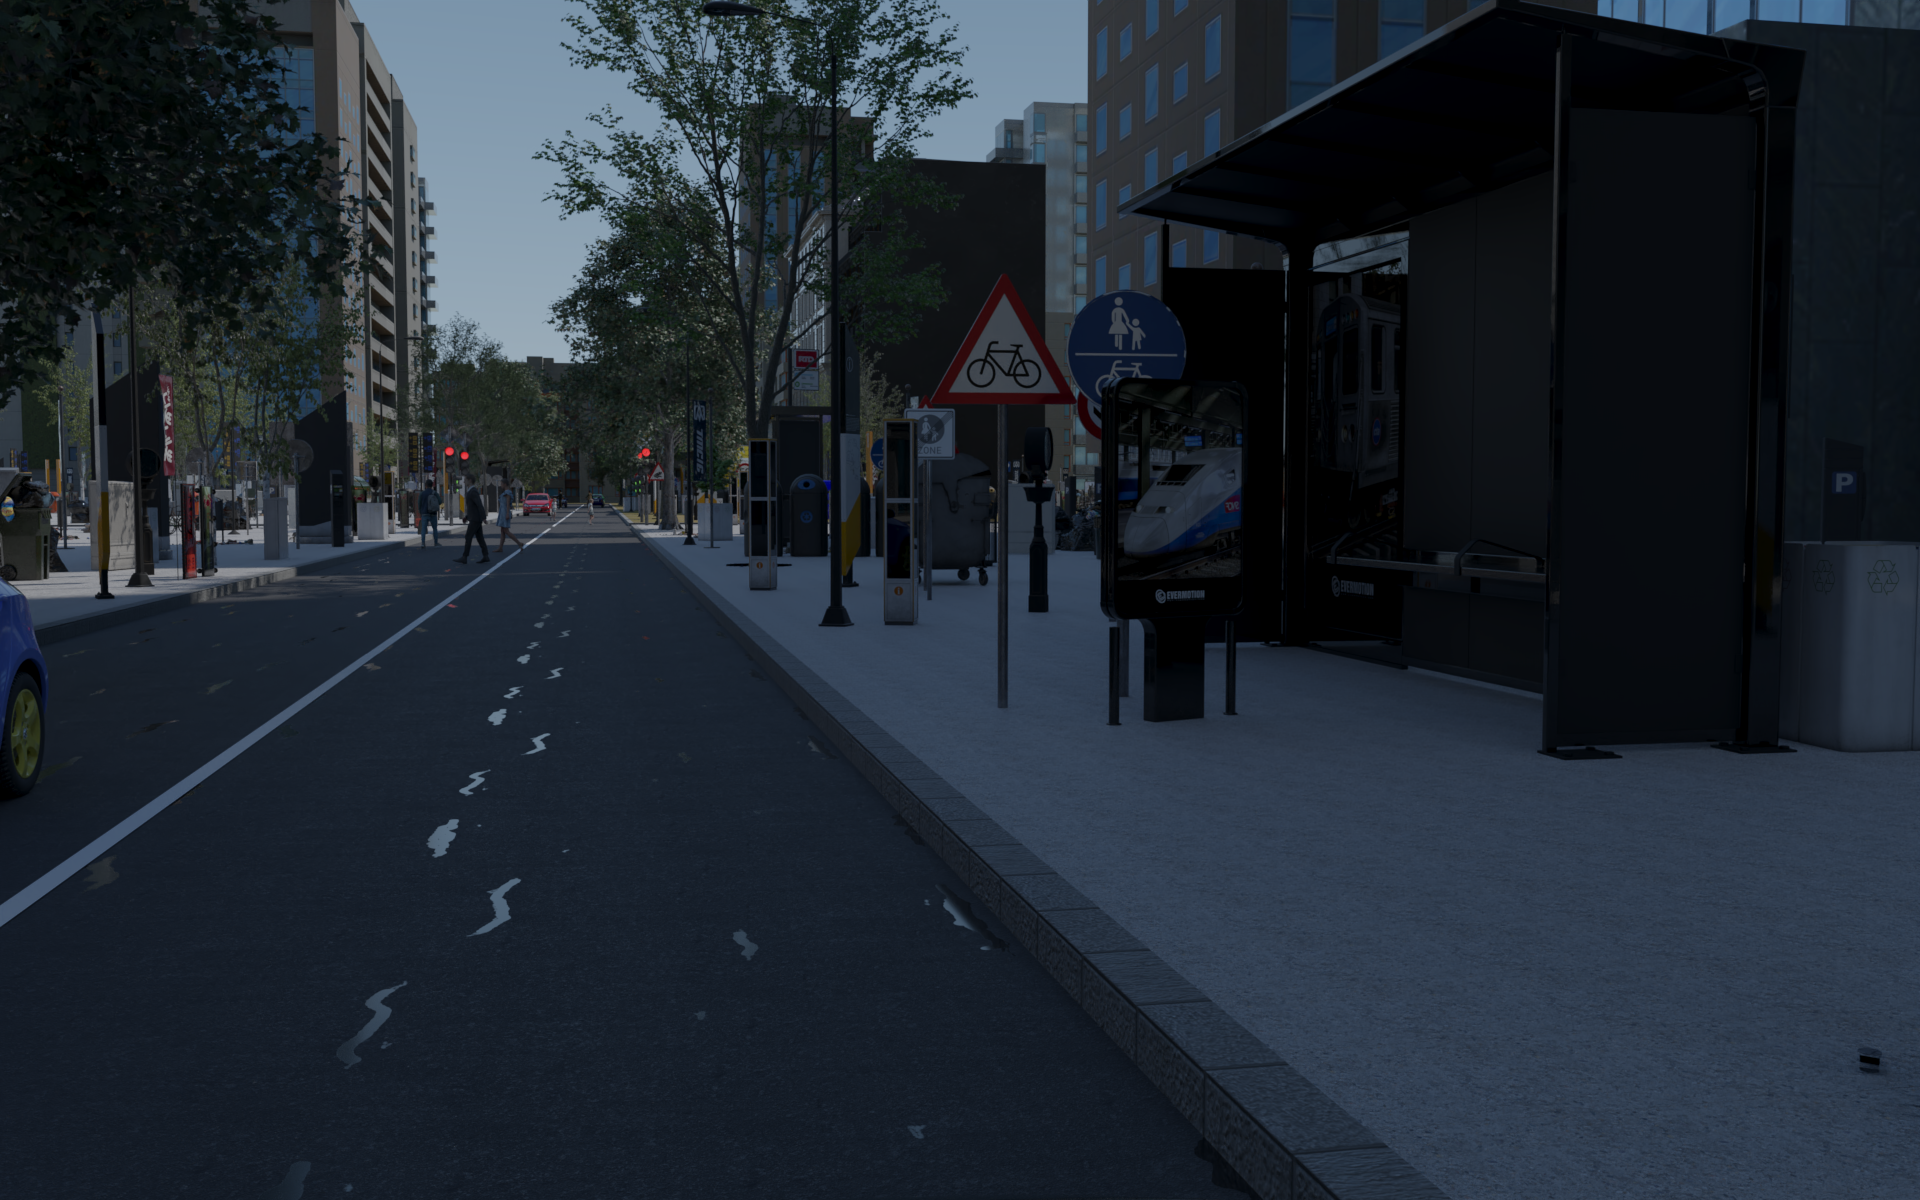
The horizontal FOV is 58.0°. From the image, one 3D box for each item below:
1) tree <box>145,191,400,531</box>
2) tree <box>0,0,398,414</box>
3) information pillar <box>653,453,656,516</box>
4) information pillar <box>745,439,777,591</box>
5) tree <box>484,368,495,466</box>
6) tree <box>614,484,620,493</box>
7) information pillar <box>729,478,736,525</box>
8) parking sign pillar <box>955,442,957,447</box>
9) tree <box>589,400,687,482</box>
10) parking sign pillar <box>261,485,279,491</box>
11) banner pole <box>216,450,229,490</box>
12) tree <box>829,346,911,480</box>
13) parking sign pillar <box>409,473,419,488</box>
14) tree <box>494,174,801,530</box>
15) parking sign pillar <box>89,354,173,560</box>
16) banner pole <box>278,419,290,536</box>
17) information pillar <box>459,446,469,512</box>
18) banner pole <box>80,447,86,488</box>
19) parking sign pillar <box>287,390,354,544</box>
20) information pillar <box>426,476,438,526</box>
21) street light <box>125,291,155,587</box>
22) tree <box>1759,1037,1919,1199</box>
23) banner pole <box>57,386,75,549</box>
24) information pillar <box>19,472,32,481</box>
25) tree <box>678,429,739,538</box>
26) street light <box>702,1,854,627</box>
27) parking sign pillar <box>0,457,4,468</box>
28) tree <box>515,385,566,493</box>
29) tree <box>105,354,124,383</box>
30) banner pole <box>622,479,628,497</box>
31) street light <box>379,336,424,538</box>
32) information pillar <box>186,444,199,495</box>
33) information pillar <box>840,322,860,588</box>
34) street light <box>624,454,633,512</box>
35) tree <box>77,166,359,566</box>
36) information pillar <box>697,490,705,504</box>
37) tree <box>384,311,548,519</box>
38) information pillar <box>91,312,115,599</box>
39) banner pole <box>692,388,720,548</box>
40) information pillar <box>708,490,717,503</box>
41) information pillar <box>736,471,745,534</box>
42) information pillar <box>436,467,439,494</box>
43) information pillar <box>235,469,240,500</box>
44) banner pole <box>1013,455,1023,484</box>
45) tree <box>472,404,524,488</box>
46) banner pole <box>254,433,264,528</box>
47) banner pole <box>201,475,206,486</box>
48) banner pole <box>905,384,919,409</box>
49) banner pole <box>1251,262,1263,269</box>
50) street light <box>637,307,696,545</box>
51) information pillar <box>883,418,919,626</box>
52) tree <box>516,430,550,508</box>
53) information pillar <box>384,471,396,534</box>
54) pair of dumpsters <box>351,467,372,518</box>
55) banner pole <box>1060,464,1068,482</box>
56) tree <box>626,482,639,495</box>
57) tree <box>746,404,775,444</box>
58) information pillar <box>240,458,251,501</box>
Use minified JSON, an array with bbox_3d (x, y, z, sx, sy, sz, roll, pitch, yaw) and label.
[{"bbox_3d":[-14.878,-5.336,37.609,4.737,8.622,4.395,0,3,0],"label":"tree"},{"bbox_3d":[-9.423,-5.892,13.335,9.611,12.733,9.660,0,3,0],"label":"tree"},{"bbox_3d":[-17.526,-6.625,99.669,0.183,3.616,0.504,0,4,7],"label":"information pillar"},{"bbox_3d":[-2.626,-1.136,23.073,0.304,2.012,0.304,1,4,12],"label":"information pillar"},{"bbox_3d":[-36.789,-13.725,141.414,9.611,12.733,9.660,0,3,0],"label":"tree"},{"bbox_3d":[-42.835,-13.761,219.594,1.663,3.219,1.824,0,3,0],"label":"tree"},{"bbox_3d":[-9.286,-4.066,70.970,0.304,2.012,0.304,-1,4,-21],"label":"information pillar"},{"bbox_3d":[-0.379,-6.200,89.839,1.447,3.967,1.447,-2,4,-26],"label":"parking sign pillar"},{"bbox_3d":[-25.330,-14.136,137.772,9.857,13.997,8.962,0,3,0],"label":"tree"},{"bbox_3d":[-41.342,-7.160,105.539,1.447,3.967,1.447,1,4,10],"label":"parking sign pillar"},{"bbox_3d":[-42.319,-6.682,99.262,0.863,3.779,0.401,0,4,2],"label":"banner pole"},{"bbox_3d":[-4.511,-8.168,83.903,4.360,8.622,3.978,0,3,0],"label":"tree"},{"bbox_3d":[-41.315,-8.738,131.332,1.447,3.967,1.447,0,4,3],"label":"parking sign pillar"},{"bbox_3d":[-10.449,-8.859,61.859,9.611,12.733,9.660,0,3,0],"label":"tree"},{"bbox_3d":[-16.121,-2.761,33.622,1.447,3.967,1.447,0,4,-4],"label":"parking sign pillar"},{"bbox_3d":[-20.650,-3.824,52.534,0.401,3.779,0.863,-3,5,-39],"label":"banner pole"},{"bbox_3d":[-23.281,-5.510,81.446,0.504,3.616,0.183,1,4,10],"label":"information pillar"},{"bbox_3d":[-45.379,-6.091,89.613,0.863,3.779,0.401,3,5,41],"label":"banner pole"},{"bbox_3d":[-16.560,-3.458,45.018,1.447,3.967,1.447,0,4,-7],"label":"parking sign pillar"},{"bbox_3d":[-21.028,-3.945,69.000,0.304,2.012,0.304,1,4,20],"label":"information pillar"},{"bbox_3d":[-10.825,-3.142,23.906,1.470,5.913,1.316,-1,4,-12],"label":"street light"},{"bbox_3d":[2.367,-4.719,2.906,9.928,11.665,9.643,0,3,0],"label":"tree"},{"bbox_3d":[-20.942,-3.081,40.392,0.401,3.779,0.863,-2,4,-32],"label":"banner pole"},{"bbox_3d":[-31.739,-3.323,58.816,0.304,2.012,0.304,1,4,20],"label":"information pillar"},{"bbox_3d":[-7.221,-3.419,50.509,1.663,3.219,1.824,0,3,0],"label":"tree"},{"bbox_3d":[-1.736,-2.694,16.596,1.470,5.913,1.316,-1,4,-12],"label":"street light"},{"bbox_3d":[-70.297,-8.417,126.089,1.447,3.967,1.447,-2,4,-29],"label":"parking sign pillar"},{"bbox_3d":[-42.031,-15.398,169.880,7.486,12.596,7.792,0,3,0],"label":"tree"},{"bbox_3d":[-28.988,-7.037,65.421,4.737,8.622,4.395,0,3,0],"label":"tree"},{"bbox_3d":[-28.994,-9.788,150.052,0.401,3.779,0.863,2,4,31],"label":"banner pole"},{"bbox_3d":[-16.448,-4.796,50.961,1.470,5.913,1.316,-1,4,-12],"label":"street light"},{"bbox_3d":[-34.215,-5.249,77.182,0.183,3.616,0.504,3,5,41],"label":"information pillar"},{"bbox_3d":[-1.521,-1.991,23.903,0.183,3.616,0.504,1,4,22],"label":"information pillar"},{"bbox_3d":[-12.938,-6.008,70.772,1.470,5.913,1.316,-1,4,-12],"label":"street light"},{"bbox_3d":[-13.416,-4.910,30.635,4.360,8.622,3.978,0,3,0],"label":"tree"},{"bbox_3d":[-14.874,-6.592,99.139,0.504,3.616,0.183,-3,4,-37],"label":"information pillar"},{"bbox_3d":[-25.112,-9.364,87.509,8.767,10.594,7.601,0,4,4],"label":"tree"},{"bbox_3d":[-10.467,-1.820,21.106,0.183,3.616,0.504,-2,4,-32],"label":"information pillar"},{"bbox_3d":[-6.011,-3.104,40.771,0.401,3.779,0.863,2,4,34],"label":"banner pole"},{"bbox_3d":[-13.763,-6.424,96.390,0.504,3.616,0.183,-1,4,-20],"label":"information pillar"},{"bbox_3d":[-6.902,-3.114,55.408,0.304,2.012,0.304,0,4,-4],"label":"information pillar"},{"bbox_3d":[-40.661,-8.753,134.473,0.504,3.616,0.183,-1,4,-21],"label":"information pillar"},{"bbox_3d":[-58.987,-9.188,141.580,0.504,3.616,0.183,1,4,16],"label":"information pillar"},{"bbox_3d":[3.786,-7.418,111.298,0.863,3.779,0.401,1,4,11],"label":"banner pole"},{"bbox_3d":[-34.459,-10.963,129.600,4.360,8.622,3.978,0,3,0],"label":"tree"},{"bbox_3d":[-26.090,-4.554,64.467,0.863,3.779,0.401,3,5,42],"label":"banner pole"},{"bbox_3d":[-45.631,-7.010,104.633,0.863,3.779,0.401,0,4,-3],"label":"banner pole"},{"bbox_3d":[-1.091,-3.018,39.365,0.401,3.779,0.863,-2,4,-23],"label":"banner pole"},{"bbox_3d":[2.985,-1.758,18.768,0.863,3.779,0.401,-1,4,-14],"label":"banner pole"},{"bbox_3d":[-7.345,-4.330,43.345,1.470,5.913,1.316,-1,4,-12],"label":"street light"},{"bbox_3d":[-0.578,-0.765,16.992,0.304,2.012,0.304,0,4,8],"label":"information pillar"},{"bbox_3d":[-41.155,-12.905,161.366,4.737,8.622,4.395,0,3,0],"label":"tree"},{"bbox_3d":[-18.320,-3.127,55.618,0.304,2.012,0.304,0,4,-8],"label":"information pillar"},{"bbox_3d":[-21.626,-3.550,60.533,1.574,2.255,4.437,-1,4,-12],"label":"pair of dumpsters"},{"bbox_3d":[8.671,-9.467,144.805,0.863,3.779,0.401,1,4,9],"label":"banner pole"},{"bbox_3d":[-26.864,-9.164,144.430,1.663,3.219,1.824,0,3,0],"label":"tree"},{"bbox_3d":[-15.523,-11.428,137.209,4.737,8.622,4.395,0,3,0],"label":"tree"},{"bbox_3d":[-45.071,-7.228,109.535,0.504,3.616,0.183,-1,4,-9],"label":"information pillar"}]
